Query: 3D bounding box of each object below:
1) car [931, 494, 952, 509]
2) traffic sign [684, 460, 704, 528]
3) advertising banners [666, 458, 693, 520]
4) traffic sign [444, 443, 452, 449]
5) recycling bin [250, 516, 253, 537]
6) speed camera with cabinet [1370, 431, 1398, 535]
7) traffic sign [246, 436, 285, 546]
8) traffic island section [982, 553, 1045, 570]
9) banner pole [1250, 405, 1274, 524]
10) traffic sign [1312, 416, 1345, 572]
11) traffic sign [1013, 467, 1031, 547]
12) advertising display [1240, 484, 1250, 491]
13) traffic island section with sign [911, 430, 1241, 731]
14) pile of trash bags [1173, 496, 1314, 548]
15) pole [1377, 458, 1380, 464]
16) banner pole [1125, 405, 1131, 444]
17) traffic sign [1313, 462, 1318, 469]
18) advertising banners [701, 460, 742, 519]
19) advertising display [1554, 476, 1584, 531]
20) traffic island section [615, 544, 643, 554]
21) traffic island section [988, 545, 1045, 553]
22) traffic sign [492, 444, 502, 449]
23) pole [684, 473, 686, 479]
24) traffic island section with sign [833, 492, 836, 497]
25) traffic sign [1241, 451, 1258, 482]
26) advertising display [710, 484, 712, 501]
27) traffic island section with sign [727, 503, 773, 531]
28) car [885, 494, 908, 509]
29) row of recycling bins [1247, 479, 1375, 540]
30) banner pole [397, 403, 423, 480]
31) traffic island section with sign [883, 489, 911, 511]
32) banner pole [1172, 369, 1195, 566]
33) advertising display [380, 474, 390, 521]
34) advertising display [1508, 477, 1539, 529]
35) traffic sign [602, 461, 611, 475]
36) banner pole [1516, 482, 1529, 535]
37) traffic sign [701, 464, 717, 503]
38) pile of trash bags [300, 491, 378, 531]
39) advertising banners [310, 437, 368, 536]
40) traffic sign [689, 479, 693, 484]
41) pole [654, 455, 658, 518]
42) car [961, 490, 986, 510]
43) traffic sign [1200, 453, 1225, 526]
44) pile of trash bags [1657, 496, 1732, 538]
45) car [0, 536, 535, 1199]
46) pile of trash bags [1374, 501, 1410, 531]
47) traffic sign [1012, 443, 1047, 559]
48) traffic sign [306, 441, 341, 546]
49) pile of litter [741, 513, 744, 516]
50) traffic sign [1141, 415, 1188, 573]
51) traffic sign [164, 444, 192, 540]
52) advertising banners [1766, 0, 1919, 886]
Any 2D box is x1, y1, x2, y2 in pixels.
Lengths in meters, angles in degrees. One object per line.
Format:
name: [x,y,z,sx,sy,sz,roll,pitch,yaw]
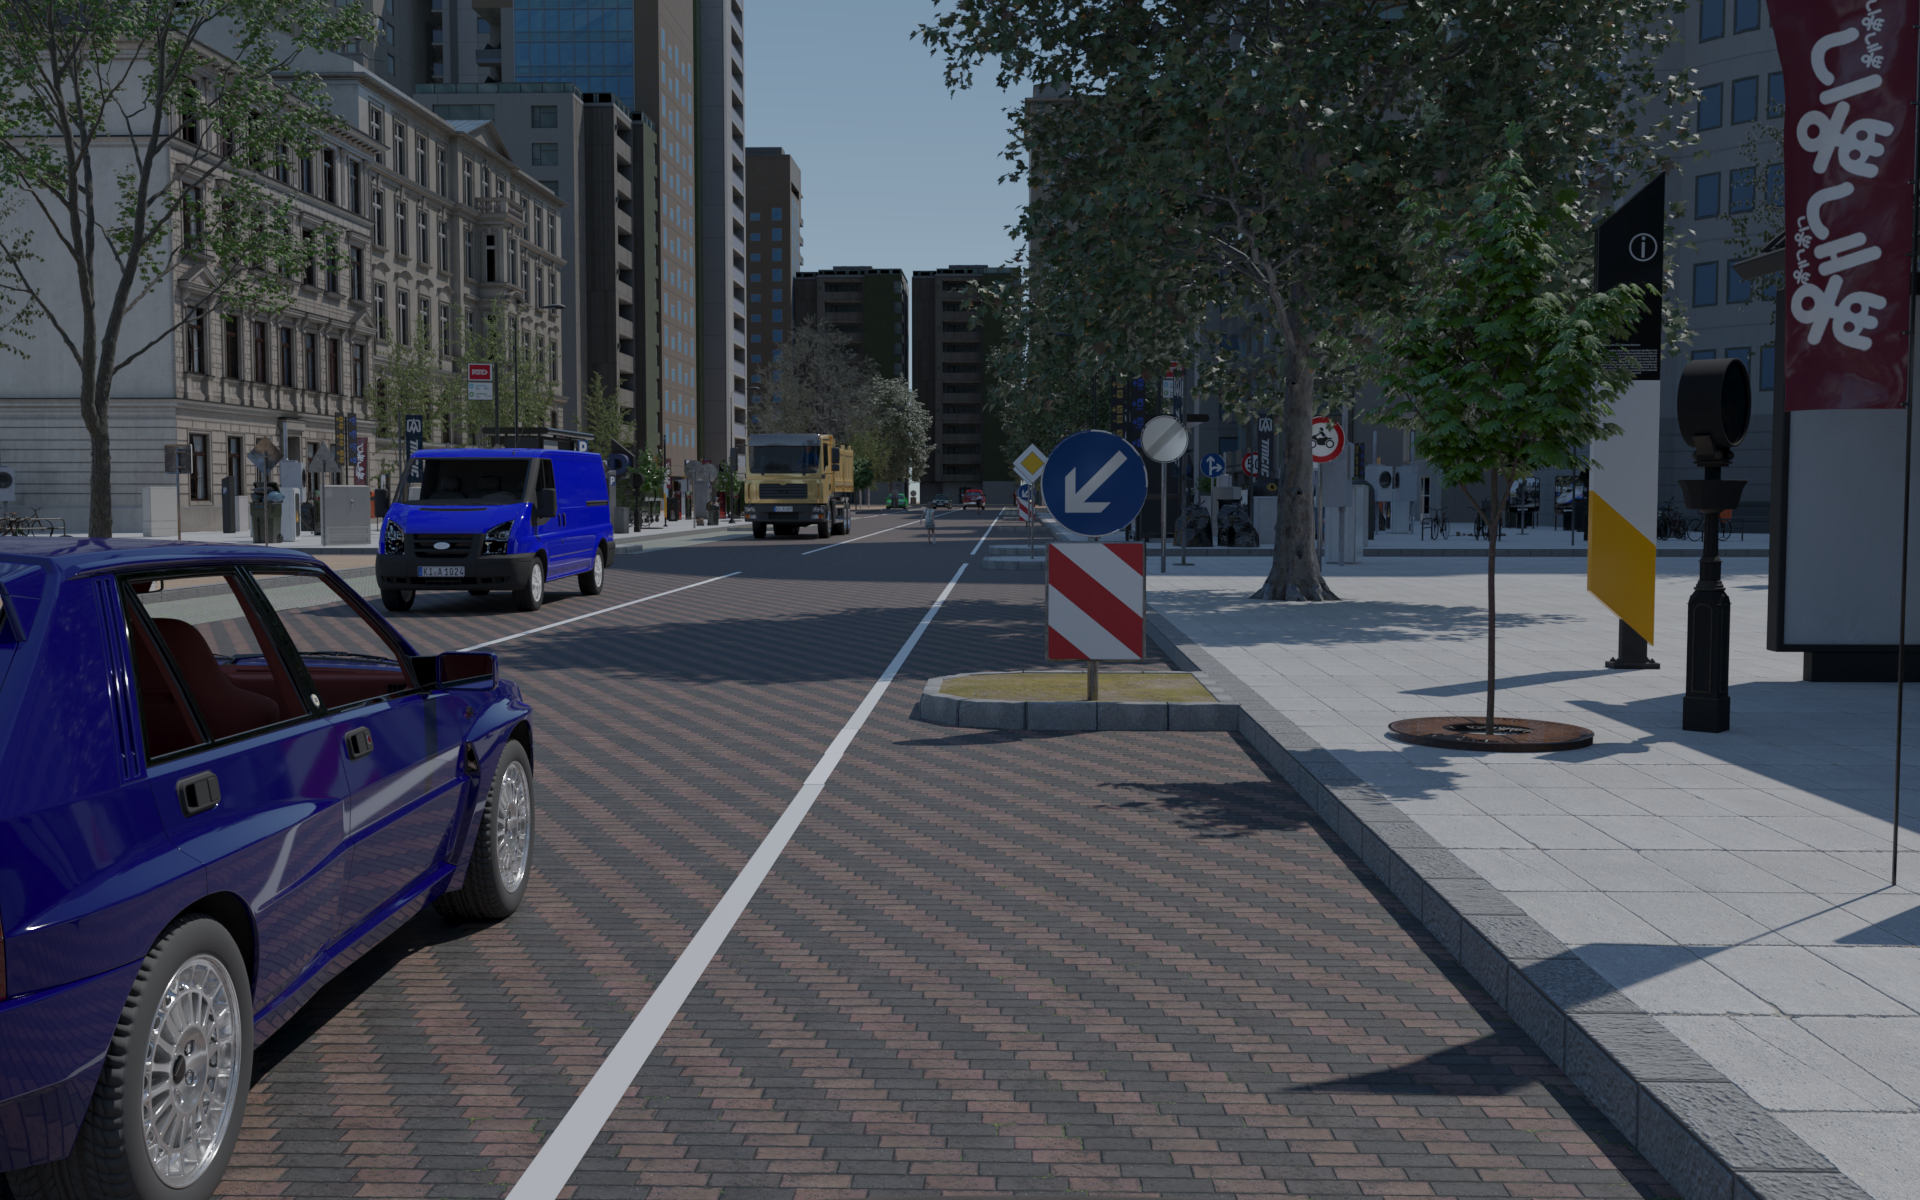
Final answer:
car: [-1.714,-9.412,163.672,2.009,1.686,4.222,0,4,3]
traffic sign: [-9.959,-3.961,64.873,0.768,2.556,0.104,0,4,4]
advertising banners: [-13.876,-5.452,85.332,0.090,3.025,2.074,2,4,33]
traffic sign: [-12.950,-2.680,43.826,0.884,2.594,0.081,1,4,8]
recycling bin: [-20.787,-2.410,51.951,0.722,1.027,0.722,3,4,36]
speed camera with cabinet: [12.521,-3.632,53.727,2.038,3.252,0.660,-2,4,-34]
traffic sign: [-13.778,-2.030,34.373,0.795,2.450,0.064,0,4,6]
traffic island section: [1.451,-0.732,34.246,2.009,0.180,2.903,0,4,2]
banner pole: [8.184,-3.503,47.287,0.863,3.779,0.401,-1,4,-11]
traffic sign: [5.907,-1.730,28.397,0.768,2.556,0.104,1,4,9]
traffic sign: [1.676,-2.355,42.150,0.795,2.450,0.064,0,4,2]
advertising display: [18.274,-6.436,110.443,0.974,1.923,0.123,3,5,44]
traffic island section with sign: [0.747,-0.174,11.465,1.989,1.847,2.006,0,4,2]
pile of trash bags: [6.899,-1.987,42.243,3.447,1.369,1.912,1,4,10]
pole: [23.359,-6.296,96.775,0.158,3.312,0.155,0,3,0]
banner pole: [4.167,-3.223,42.709,0.863,3.779,0.401,-1,4,-9]
traffic sign: [6.030,-1.732,30.452,0.606,2.300,0.079,1,4,10]
advertising banners: [-12.276,-5.690,89.221,2.074,3.025,0.090,-1,4,-14]
advertising display: [21.252,-3.377,60.434,0.974,1.923,0.123,1,4,14]
traffic island section: [-8.987,-1.241,42.564,2.009,0.180,2.903,0,4,2]
traffic island section: [1.699,-1.220,42.227,2.009,0.180,2.903,0,4,2]
traffic sign: [-9.212,-1.889,34.520,0.795,2.450,0.064,0,4,2]
pole: [-17.271,-7.058,109.244,0.158,3.312,0.155,0,3,0]
traffic island section with sign: [-7.047,-5.227,94.087,1.989,1.847,2.006,0,4,2]
traffic sign: [8.781,-3.158,51.736,0.768,2.556,0.104,0,4,7]
advertising display: [-15.552,-6.270,107.734,0.123,1.923,0.974,0,4,1]
traffic island section with sign: [-7.893,-3.579,67.145,1.989,1.847,2.006,0,4,2]
car: [-5.482,-8.663,150.442,1.959,1.807,4.718,0,4,1]
row of recycling bins: [9.857,-2.547,48.748,3.534,1.692,1.069,0,4,0]
banner pole: [-15.277,-3.547,48.013,0.863,3.779,0.401,-2,4,-31]
traffic island section with sign: [-5.430,-8.398,145.927,1.989,1.847,2.006,0,4,2]
banner pole: [3.920,-2.498,30.854,0.401,3.779,0.863,2,4,27]
advertising display: [-18.347,-3.063,55.291,0.123,1.923,0.974,-2,4,-27]
advertising display: [20.786,-3.599,64.062,0.974,1.923,0.123,0,4,5]
traffic sign: [-8.963,-2.377,42.501,0.795,2.450,0.064,0,4,2]
banner pole: [17.752,-3.943,54.478,0.401,3.779,0.863,1,4,12]
traffic sign: [-10.496,-4.412,72.245,0.768,2.556,0.104,0,4,5]
pile of trash bags: [-21.400,-3.068,59.910,3.447,1.369,1.912,2,4,25]
advertising banners: [-19.089,-3.493,53.306,2.074,3.025,0.090,1,4,16]
traffic sign: [-14.230,-5.683,93.029,0.768,2.556,0.104,0,4,8]
pole: [-16.009,-5.965,91.364,0.158,3.312,0.155,0,3,0]
car: [1.261,-9.200,159.093,2.281,1.827,5.304,0,3,0]
traffic sign: [7.882,-3.302,54.101,0.768,2.556,0.104,0,4,6]
pile of trash bags: [21.097,-2.543,51.330,3.447,1.369,1.912,2,4,31]
car: [-2.355,0.483,4.690,1.945,1.354,3.894,0,4,0]
pile of trash bags: [14.930,-3.161,61.438,1.912,1.369,3.447,0,4,6]
traffic sign: [1.427,-1.867,34.169,0.795,2.450,0.064,0,4,2]
traffic sign: [-15.559,-2.589,42.331,0.884,2.594,0.081,0,4,7]
pile of litter: [-12.209,-5.232,99.504,1.176,0.858,1.719,0,4,0]
traffic sign: [3.318,-1.717,28.180,0.768,2.556,0.104,0,4,3]
traffic sign: [-16.069,-2.048,35.614,0.606,2.300,0.079,1,4,9]
advertising banners: [3.576,-0.572,5.548,2.074,3.025,0.090,0,4,5]
